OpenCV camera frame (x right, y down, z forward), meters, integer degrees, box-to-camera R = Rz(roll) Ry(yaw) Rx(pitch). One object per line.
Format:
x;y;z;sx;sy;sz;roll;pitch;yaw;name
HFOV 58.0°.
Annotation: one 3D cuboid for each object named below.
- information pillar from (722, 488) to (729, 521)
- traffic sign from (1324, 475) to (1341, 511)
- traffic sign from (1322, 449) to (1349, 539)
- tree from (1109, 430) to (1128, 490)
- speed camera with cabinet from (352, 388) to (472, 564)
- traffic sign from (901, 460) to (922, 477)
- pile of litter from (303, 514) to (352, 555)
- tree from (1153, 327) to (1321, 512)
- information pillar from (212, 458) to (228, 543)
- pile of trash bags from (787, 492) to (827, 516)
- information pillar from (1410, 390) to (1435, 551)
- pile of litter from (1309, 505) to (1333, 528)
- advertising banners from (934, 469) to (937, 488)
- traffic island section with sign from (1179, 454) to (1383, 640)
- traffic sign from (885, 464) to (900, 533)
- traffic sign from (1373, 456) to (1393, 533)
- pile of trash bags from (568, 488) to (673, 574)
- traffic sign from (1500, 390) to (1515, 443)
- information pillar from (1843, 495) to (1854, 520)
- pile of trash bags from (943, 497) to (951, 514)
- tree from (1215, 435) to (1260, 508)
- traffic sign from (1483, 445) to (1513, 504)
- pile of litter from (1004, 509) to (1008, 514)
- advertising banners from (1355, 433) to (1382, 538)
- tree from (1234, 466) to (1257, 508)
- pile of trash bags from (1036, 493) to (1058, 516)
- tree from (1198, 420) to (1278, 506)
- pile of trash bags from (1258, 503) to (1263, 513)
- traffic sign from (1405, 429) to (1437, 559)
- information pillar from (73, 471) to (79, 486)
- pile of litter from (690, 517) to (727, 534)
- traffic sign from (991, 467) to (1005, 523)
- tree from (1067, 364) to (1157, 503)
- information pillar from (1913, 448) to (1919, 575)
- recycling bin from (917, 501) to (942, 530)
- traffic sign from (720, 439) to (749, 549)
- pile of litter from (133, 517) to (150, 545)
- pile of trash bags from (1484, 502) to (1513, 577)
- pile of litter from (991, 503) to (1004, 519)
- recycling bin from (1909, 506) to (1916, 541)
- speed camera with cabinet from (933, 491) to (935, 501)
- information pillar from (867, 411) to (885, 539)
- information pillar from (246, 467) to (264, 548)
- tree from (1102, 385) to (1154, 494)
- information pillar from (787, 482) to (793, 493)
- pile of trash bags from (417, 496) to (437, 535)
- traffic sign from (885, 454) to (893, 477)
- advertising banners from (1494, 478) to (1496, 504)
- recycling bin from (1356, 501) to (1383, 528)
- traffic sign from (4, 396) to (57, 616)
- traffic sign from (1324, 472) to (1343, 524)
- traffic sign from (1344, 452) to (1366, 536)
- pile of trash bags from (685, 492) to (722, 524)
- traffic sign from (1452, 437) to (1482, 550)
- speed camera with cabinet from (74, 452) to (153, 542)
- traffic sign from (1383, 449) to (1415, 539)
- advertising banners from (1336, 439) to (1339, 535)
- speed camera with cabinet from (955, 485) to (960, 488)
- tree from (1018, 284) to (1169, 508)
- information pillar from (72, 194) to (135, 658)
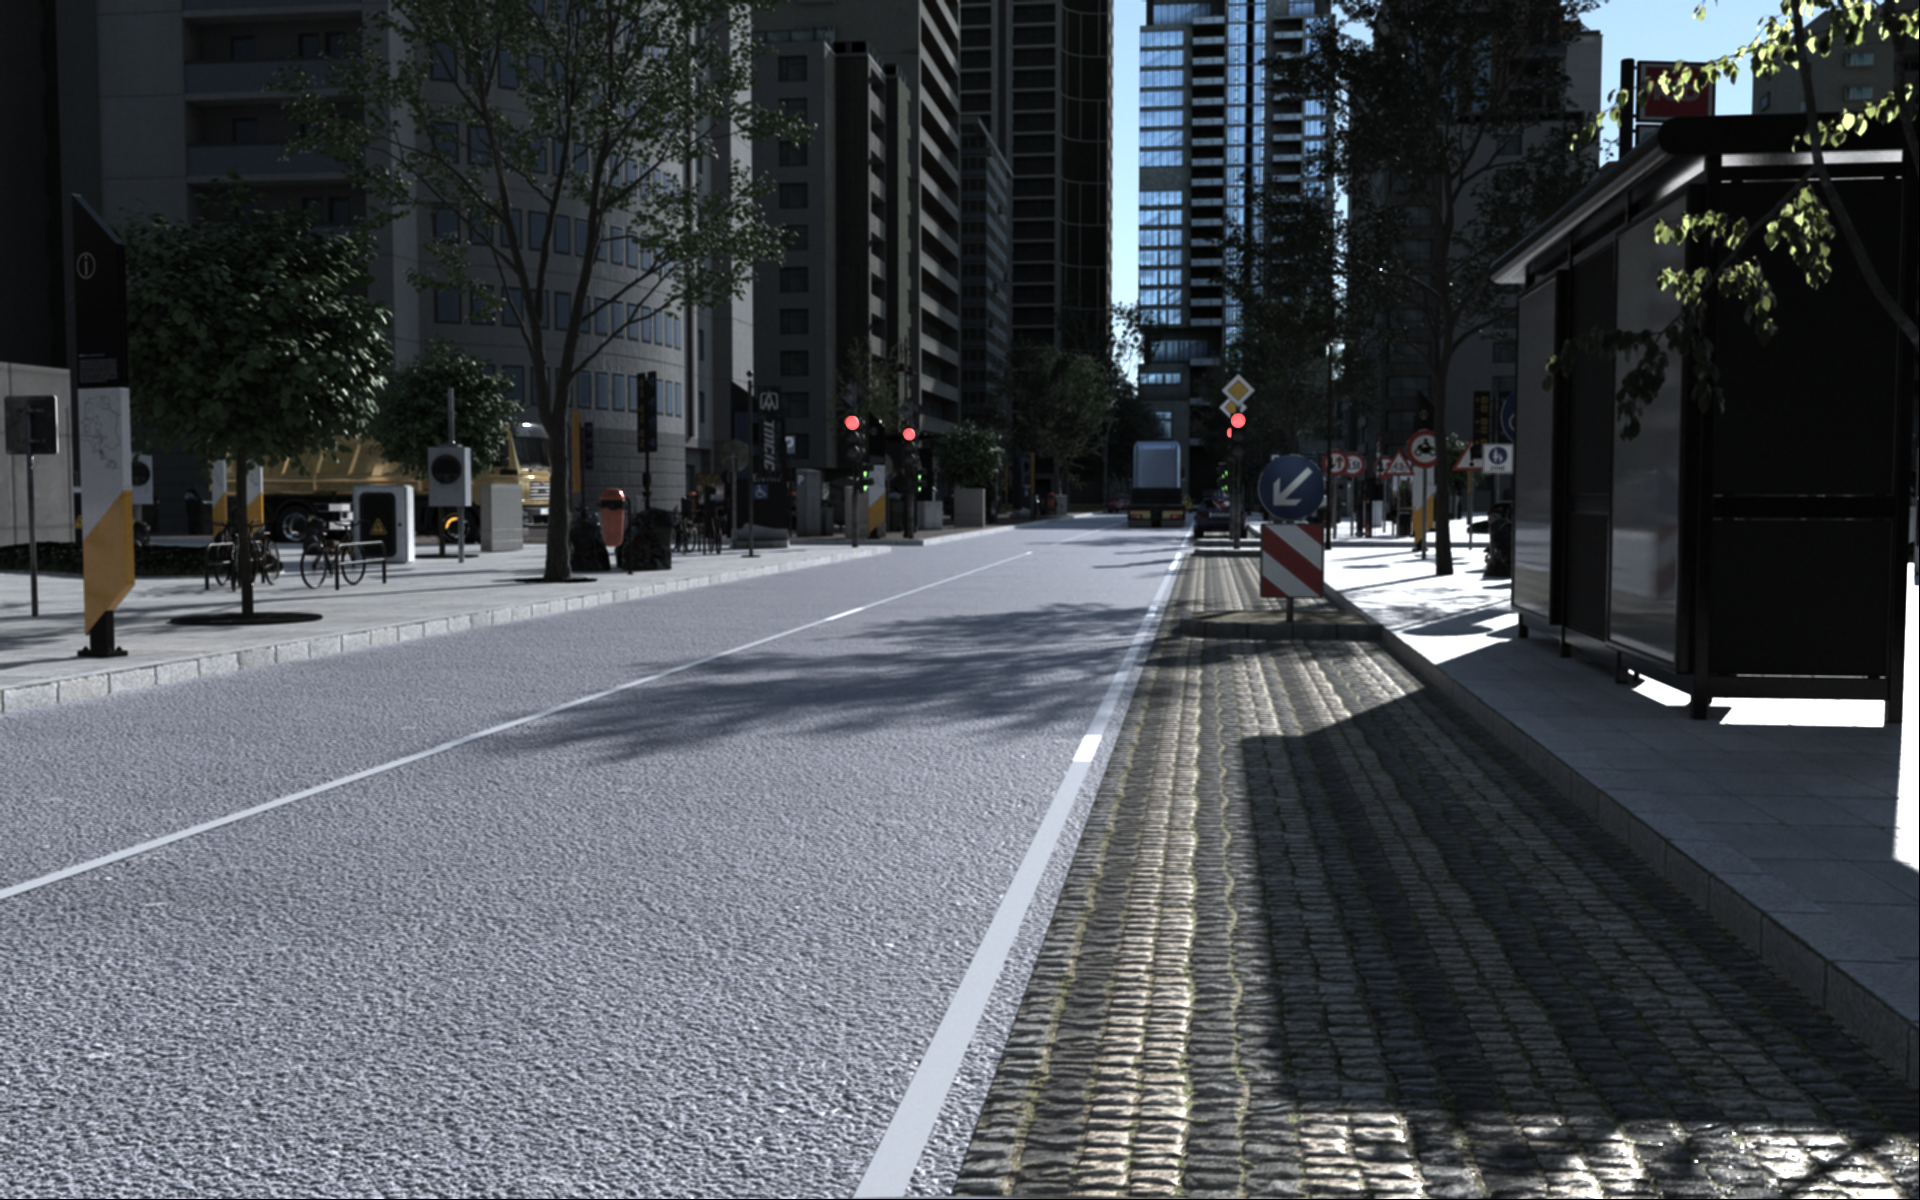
-9.462;-4.009;70.035;0.304;2.012;0.304;-2;4;-24;information pillar
15.876;-4.542;74.266;0.884;2.594;0.081;1;4;10;traffic sign
10.697;-3.014;49.390;0.768;2.556;0.104;1;4;15;traffic sign
16.094;-13.949;178.430;4.360;8.622;3.978;0;3;0;tree
-10.135;-2.306;32.031;2.038;3.252;0.660;0;4;-4;speed camera with cabinet
-1.695;-3.664;60.010;0.768;2.556;0.104;1;4;17;traffic sign
-13.513;-1.410;37.025;1.176;0.858;1.719;0;4;-4;pile of litter
21.175;-13.168;125.663;12.009;13.543;11.850;0;3;0;tree
-17.940;-3.092;41.906;0.504;3.616;0.183;2;4;32;information pillar
-6.936;-4.023;75.536;1.912;1.369;3.447;-1;4;-23;pile of trash bags
10.455;-2.913;38.990;0.504;3.616;0.183;-2;4;-26;information pillar
13.643;-3.156;65.561;1.176;0.858;1.719;-3;4;-38;pile of litter
-1.998;-7.587;120.236;0.090;3.025;2.074;-2;4;-25;advertising banners
3.292;-0.571;17.967;1.989;1.847;2.006;0;4;8;traffic island section with sign
-2.352;-3.413;56.984;0.795;2.450;0.064;1;4;9;traffic sign
14.127;-3.516;57.594;0.768;2.556;0.104;1;4;12;traffic sign
-5.774;-1.179;29.034;1.912;1.369;3.447;-1;4;-11;pile of trash bags
6.566;-1.205;19.807;0.768;2.556;0.104;1;4;17;traffic sign
35.673;-3.980;69.564;0.304;2.012;0.304;0;4;6;information pillar
0.412;-6.057;108.779;1.912;1.369;3.447;-2;4;-30;pile of trash bags
22.990;-11.680;141.335;4.737;8.622;4.395;0;3;0;tree
10.886;-2.018;35.119;0.606;2.300;0.079;1;4;9;traffic sign
2.636;-6.093;113.582;1.719;0.858;1.176;-3;4;-38;pile of litter
12.028;-3.350;50.954;0.090;3.025;2.074;0;4;-6;advertising banners
26.109;-10.886;161.707;4.285;4.588;4.351;0;3;0;tree
4.903;-5.678;102.590;1.912;1.369;3.447;-1;4;-18;pile of trash bags
30.431;-16.451;185.980;9.611;12.733;9.660;0;3;0;tree
21.796;-6.634;118.217;1.912;1.369;3.447;-1;4;-16;pile of trash bags
9.144;-2.077;34.066;0.768;2.556;0.104;1;4;16;traffic sign
-28.512;-3.133;55.711;0.304;2.012;0.304;-1;4;-15;information pillar
-7.921;-2.542;55.535;1.719;0.858;1.176;0;4;5;pile of litter
1.596;-4.648;76.107;0.768;2.556;0.104;1;4;14;traffic sign
14.231;-16.032;168.771;9.857;13.997;8.962;0;3;0;tree
15.300;-1.395;27.303;0.304;2.012;0.304;-1;4;-15;information pillar
-1.086;-3.030;62.103;0.722;1.027;0.722;-2;4;-23;recycling bin
-5.236;-2.451;40.184;0.768;2.556;0.104;1;4;17;traffic sign
-15.314;-1.154;32.840;1.176;0.858;1.719;-1;4;-12;pile of litter
9.069;-1.047;26.864;1.912;1.369;3.447;2;4;25;pile of trash bags
1.233;-4.539;88.180;1.176;0.858;1.719;-1;4;-19;pile of litter
19.977;-1.418;35.745;0.722;1.027;0.722;-2;4;-30;recycling bin
-1.877;-5.468;83.745;0.660;3.252;2.038;2;4;24;speed camera with cabinet
-2.380;-3.538;49.193;0.504;3.616;0.183;-1;4;-21;information pillar
-16.539;-3.001;40.428;0.504;3.616;0.183;0;4;6;information pillar
19.041;-17.413;195.077;12.009;13.543;11.850;0;3;0;tree
-10.046;-5.979;102.246;0.304;2.012;0.304;-3;4;-36;information pillar
-16.768;-2.785;55.288;3.447;1.369;1.912;2;4;28;pile of trash bags
-2.450;-3.252;53.270;0.768;2.556;0.104;1;4;14;traffic sign
24.253;-5.042;78.627;0.090;3.025;2.074;1;4;12;advertising banners
15.774;-3.312;66.713;0.722;1.027;0.722;-2;4;-32;recycling bin
-9.693;-0.976;18.086;0.606;2.300;0.079;1;4;11;traffic sign
15.836;-4.486;73.458;0.768;2.556;0.104;1;4;16;traffic sign
11.870;-3.197;52.385;0.768;2.556;0.104;1;4;15;traffic sign
-10.843;-4.037;75.758;1.912;1.369;3.447;2;4;29;pile of trash bags
11.649;-2.413;39.456;0.884;2.594;0.081;1;4;17;traffic sign
-18.763;-2.658;37.802;0.660;3.252;2.038;3;5;41;speed camera with cabinet
12.525;-3.026;49.473;0.884;2.594;0.081;1;4;16;traffic sign
11.881;-3.578;54.692;0.090;3.025;2.074;1;4;10;advertising banners
0.659;-7.691;120.080;2.038;3.252;0.660;1;4;21;speed camera with cabinet
12.079;-18.386;156.504;12.611;20.169;13.585;0;3;0;tree
-6.711;-1.358;13.564;0.504;3.616;0.183;2;4;24;information pillar
